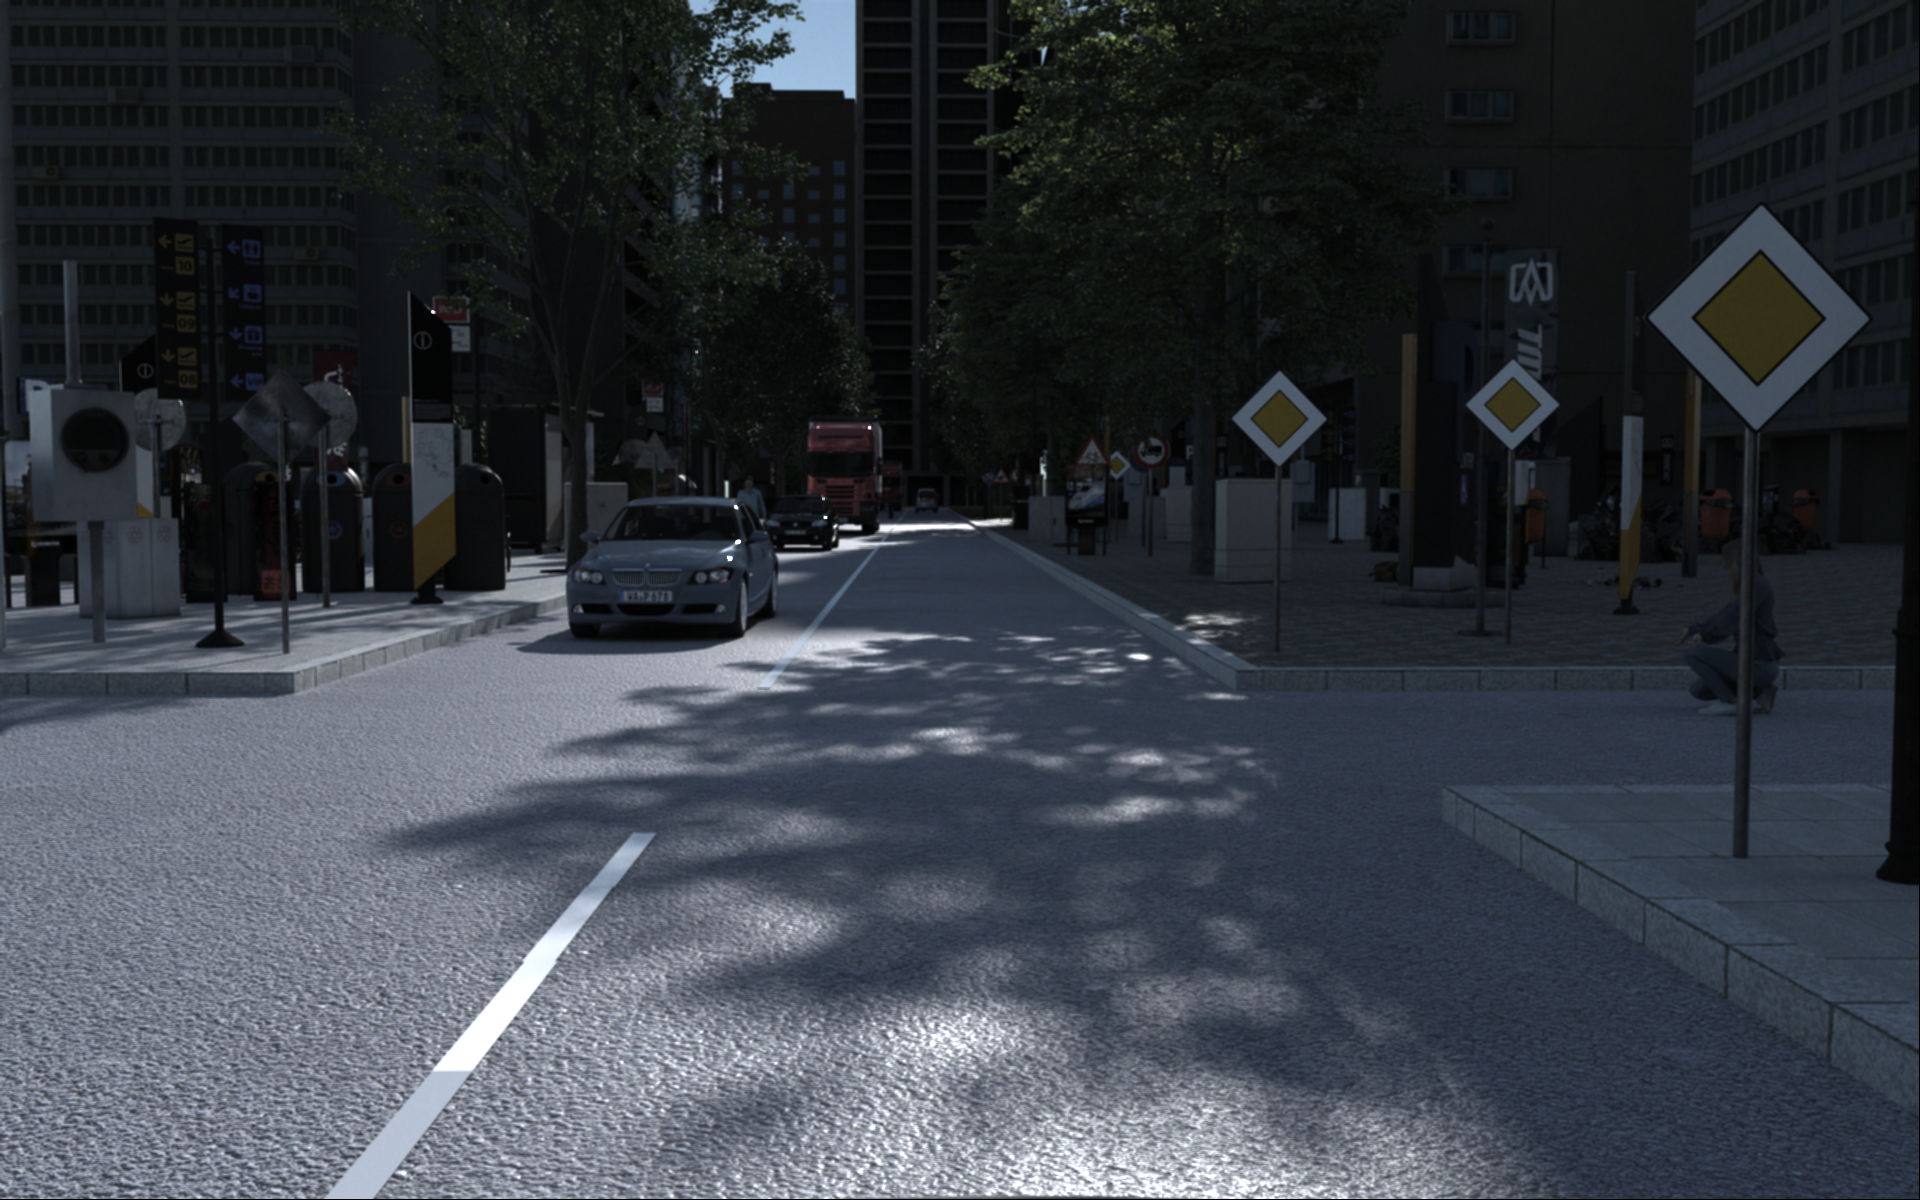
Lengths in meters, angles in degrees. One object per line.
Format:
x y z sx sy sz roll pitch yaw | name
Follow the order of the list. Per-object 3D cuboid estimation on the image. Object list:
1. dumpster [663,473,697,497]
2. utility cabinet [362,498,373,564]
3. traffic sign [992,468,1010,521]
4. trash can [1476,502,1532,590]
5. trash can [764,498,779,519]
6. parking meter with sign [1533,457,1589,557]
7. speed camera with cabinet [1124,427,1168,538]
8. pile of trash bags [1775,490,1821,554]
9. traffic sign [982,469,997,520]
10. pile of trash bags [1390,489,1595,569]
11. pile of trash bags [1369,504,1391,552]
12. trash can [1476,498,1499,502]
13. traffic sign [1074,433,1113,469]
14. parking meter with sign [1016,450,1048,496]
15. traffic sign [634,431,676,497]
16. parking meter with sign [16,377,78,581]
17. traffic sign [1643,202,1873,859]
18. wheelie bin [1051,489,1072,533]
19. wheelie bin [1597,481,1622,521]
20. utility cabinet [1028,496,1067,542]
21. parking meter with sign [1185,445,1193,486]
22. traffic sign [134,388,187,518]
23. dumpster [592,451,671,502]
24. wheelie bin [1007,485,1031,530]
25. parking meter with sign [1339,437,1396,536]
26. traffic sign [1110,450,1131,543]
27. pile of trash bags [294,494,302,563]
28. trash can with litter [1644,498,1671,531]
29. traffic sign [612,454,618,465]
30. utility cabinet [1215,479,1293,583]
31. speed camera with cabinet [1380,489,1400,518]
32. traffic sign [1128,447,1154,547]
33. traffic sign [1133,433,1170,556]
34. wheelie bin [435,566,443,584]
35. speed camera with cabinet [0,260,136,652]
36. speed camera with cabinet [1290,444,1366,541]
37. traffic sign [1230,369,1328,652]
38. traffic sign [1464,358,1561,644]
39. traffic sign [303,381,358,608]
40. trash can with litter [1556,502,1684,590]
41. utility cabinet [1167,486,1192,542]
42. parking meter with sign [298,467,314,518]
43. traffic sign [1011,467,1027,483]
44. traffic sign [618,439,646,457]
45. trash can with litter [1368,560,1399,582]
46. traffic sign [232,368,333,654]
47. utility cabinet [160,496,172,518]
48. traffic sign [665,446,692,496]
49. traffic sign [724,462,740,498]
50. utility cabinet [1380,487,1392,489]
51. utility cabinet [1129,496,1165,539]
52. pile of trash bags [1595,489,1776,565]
-7.932 -2.549 47.431 1.264 1.857 1.865 0 4 -1 | dumpster
-10.934 -1.290 32.249 0.306 1.237 1.020 -2 4 -33 | utility cabinet
1.973 -5.076 83.001 0.884 2.594 0.081 0 4 7 | traffic sign
7.323 -0.718 23.393 0.748 1.137 0.748 0 3 0 | trash can
-7.141 -3.330 66.102 0.748 1.137 0.748 0 3 0 | trash can
12.168 -2.403 35.546 1.738 3.016 0.543 1 4 22 | parking meter with sign
5.859 -3.465 50.995 2.038 3.252 0.660 1 4 9 | speed camera with cabinet
17.416 -1.694 37.453 3.447 1.369 1.912 -2 4 -32 | pile of trash bags
1.484 -5.315 87.008 0.768 2.556 0.104 0 4 2 | traffic sign
9.494 -1.308 31.137 1.912 1.369 3.447 -1 4 -14 | pile of trash bags
10.964 -1.757 38.475 3.447 1.369 1.912 0 4 -6 | pile of trash bags
17.783 -2.864 58.472 0.748 1.137 0.748 0 3 0 | trash can
2.823 -2.264 37.026 0.884 2.594 0.081 0 4 4 | traffic sign
2.854 -4.342 67.260 1.738 3.016 0.543 -3 5 -44 | parking meter with sign
-6.301 -2.189 35.786 0.884 2.594 0.081 0 3 0 | traffic sign
-13.144 -1.795 25.614 1.738 3.016 0.543 2 4 31 | parking meter with sign
2.754 -0.147 6.054 0.795 2.450 0.064 0 4 -1 | traffic sign
3.347 -2.986 56.732 0.693 1.594 0.980 -3 5 -44 | wheelie bin
16.050 -2.119 42.558 0.693 1.594 0.980 1 4 8 | wheelie bin
2.354 -2.156 46.411 1.020 1.237 0.306 0 4 8 | utility cabinet
8.541 -3.923 60.406 0.543 3.016 1.738 -2 4 -33 | parking meter with sign
-9.642 -1.264 20.770 0.768 2.556 0.104 0 4 5 | traffic sign
-7.312 -2.207 38.571 1.502 2.255 1.985 0 4 -1 | dumpster
2.182 -3.354 62.740 0.980 1.594 0.693 -1 4 -9 | wheelie bin
12.547 -3.484 53.219 1.738 3.016 0.543 -1 4 -19 | parking meter with sign
4.111 -2.711 45.509 0.795 2.450 0.064 0 4 6 | traffic sign
-13.173 -1.360 31.991 1.912 1.369 3.447 1 4 13 | pile of trash bags
17.995 -2.069 45.223 1.055 1.170 0.624 -1 4 -11 | trash can with litter
-9.412 -2.948 48.205 0.884 2.594 0.081 0 4 8 | traffic sign
4.239 -1.000 25.036 1.173 1.500 0.318 -2 4 -29 | utility cabinet
14.203 -3.733 55.365 2.038 3.252 0.660 -2 4 -28 | speed camera with cabinet
4.478 -2.574 42.189 0.768 2.556 0.104 0 4 2 | traffic sign
3.931 -2.175 35.675 0.768 2.556 0.104 0 4 1 | traffic sign
-7.632 -1.031 24.765 0.980 1.594 0.693 -1 4 -17 | wheelie bin
-7.892 -1.213 14.165 0.660 3.252 2.038 3 5 44 | speed camera with cabinet
10.093 -3.253 47.523 2.038 3.252 0.660 1 4 10 | speed camera with cabinet
2.573 -0.636 14.037 0.795 2.450 0.064 0 4 -1 | traffic sign
4.686 -0.830 14.759 0.795 2.450 0.064 0 4 8 | traffic sign
-7.163 -1.186 19.505 0.768 2.556 0.104 0 4 1 | traffic sign
9.237 -0.805 24.214 1.678 1.210 2.233 1 4 18 | trash can with litter
5.948 -2.255 45.545 0.318 1.500 1.173 -2 4 -32 | utility cabinet
-18.312 -3.238 49.196 1.738 3.016 0.543 0 4 5 | parking meter with sign
2.731 -4.891 80.067 0.768 2.556 0.104 0 4 7 | traffic sign
-7.525 -2.444 40.069 0.768 2.556 0.104 0 4 2 | traffic sign
6.469 -0.843 25.169 1.055 1.170 0.624 2 4 29 | trash can with litter
-5.420 -0.626 13.877 0.795 2.450 0.064 0 4 -1 | traffic sign
-22.437 -2.305 48.849 1.020 1.237 0.306 -3 4 -39 | utility cabinet
-7.547 -2.823 46.254 0.768 2.556 0.104 0 4 1 | traffic sign
-9.179 -4.233 69.312 0.768 2.556 0.104 0 4 1 | traffic sign
13.814 -2.964 57.136 0.318 1.500 1.173 -1 4 -15 | utility cabinet
5.385 -2.366 49.845 1.020 1.237 0.306 0 4 5 | utility cabinet
13.231 -1.399 32.634 1.912 1.369 3.447 -1 4 -18 | pile of trash bags
